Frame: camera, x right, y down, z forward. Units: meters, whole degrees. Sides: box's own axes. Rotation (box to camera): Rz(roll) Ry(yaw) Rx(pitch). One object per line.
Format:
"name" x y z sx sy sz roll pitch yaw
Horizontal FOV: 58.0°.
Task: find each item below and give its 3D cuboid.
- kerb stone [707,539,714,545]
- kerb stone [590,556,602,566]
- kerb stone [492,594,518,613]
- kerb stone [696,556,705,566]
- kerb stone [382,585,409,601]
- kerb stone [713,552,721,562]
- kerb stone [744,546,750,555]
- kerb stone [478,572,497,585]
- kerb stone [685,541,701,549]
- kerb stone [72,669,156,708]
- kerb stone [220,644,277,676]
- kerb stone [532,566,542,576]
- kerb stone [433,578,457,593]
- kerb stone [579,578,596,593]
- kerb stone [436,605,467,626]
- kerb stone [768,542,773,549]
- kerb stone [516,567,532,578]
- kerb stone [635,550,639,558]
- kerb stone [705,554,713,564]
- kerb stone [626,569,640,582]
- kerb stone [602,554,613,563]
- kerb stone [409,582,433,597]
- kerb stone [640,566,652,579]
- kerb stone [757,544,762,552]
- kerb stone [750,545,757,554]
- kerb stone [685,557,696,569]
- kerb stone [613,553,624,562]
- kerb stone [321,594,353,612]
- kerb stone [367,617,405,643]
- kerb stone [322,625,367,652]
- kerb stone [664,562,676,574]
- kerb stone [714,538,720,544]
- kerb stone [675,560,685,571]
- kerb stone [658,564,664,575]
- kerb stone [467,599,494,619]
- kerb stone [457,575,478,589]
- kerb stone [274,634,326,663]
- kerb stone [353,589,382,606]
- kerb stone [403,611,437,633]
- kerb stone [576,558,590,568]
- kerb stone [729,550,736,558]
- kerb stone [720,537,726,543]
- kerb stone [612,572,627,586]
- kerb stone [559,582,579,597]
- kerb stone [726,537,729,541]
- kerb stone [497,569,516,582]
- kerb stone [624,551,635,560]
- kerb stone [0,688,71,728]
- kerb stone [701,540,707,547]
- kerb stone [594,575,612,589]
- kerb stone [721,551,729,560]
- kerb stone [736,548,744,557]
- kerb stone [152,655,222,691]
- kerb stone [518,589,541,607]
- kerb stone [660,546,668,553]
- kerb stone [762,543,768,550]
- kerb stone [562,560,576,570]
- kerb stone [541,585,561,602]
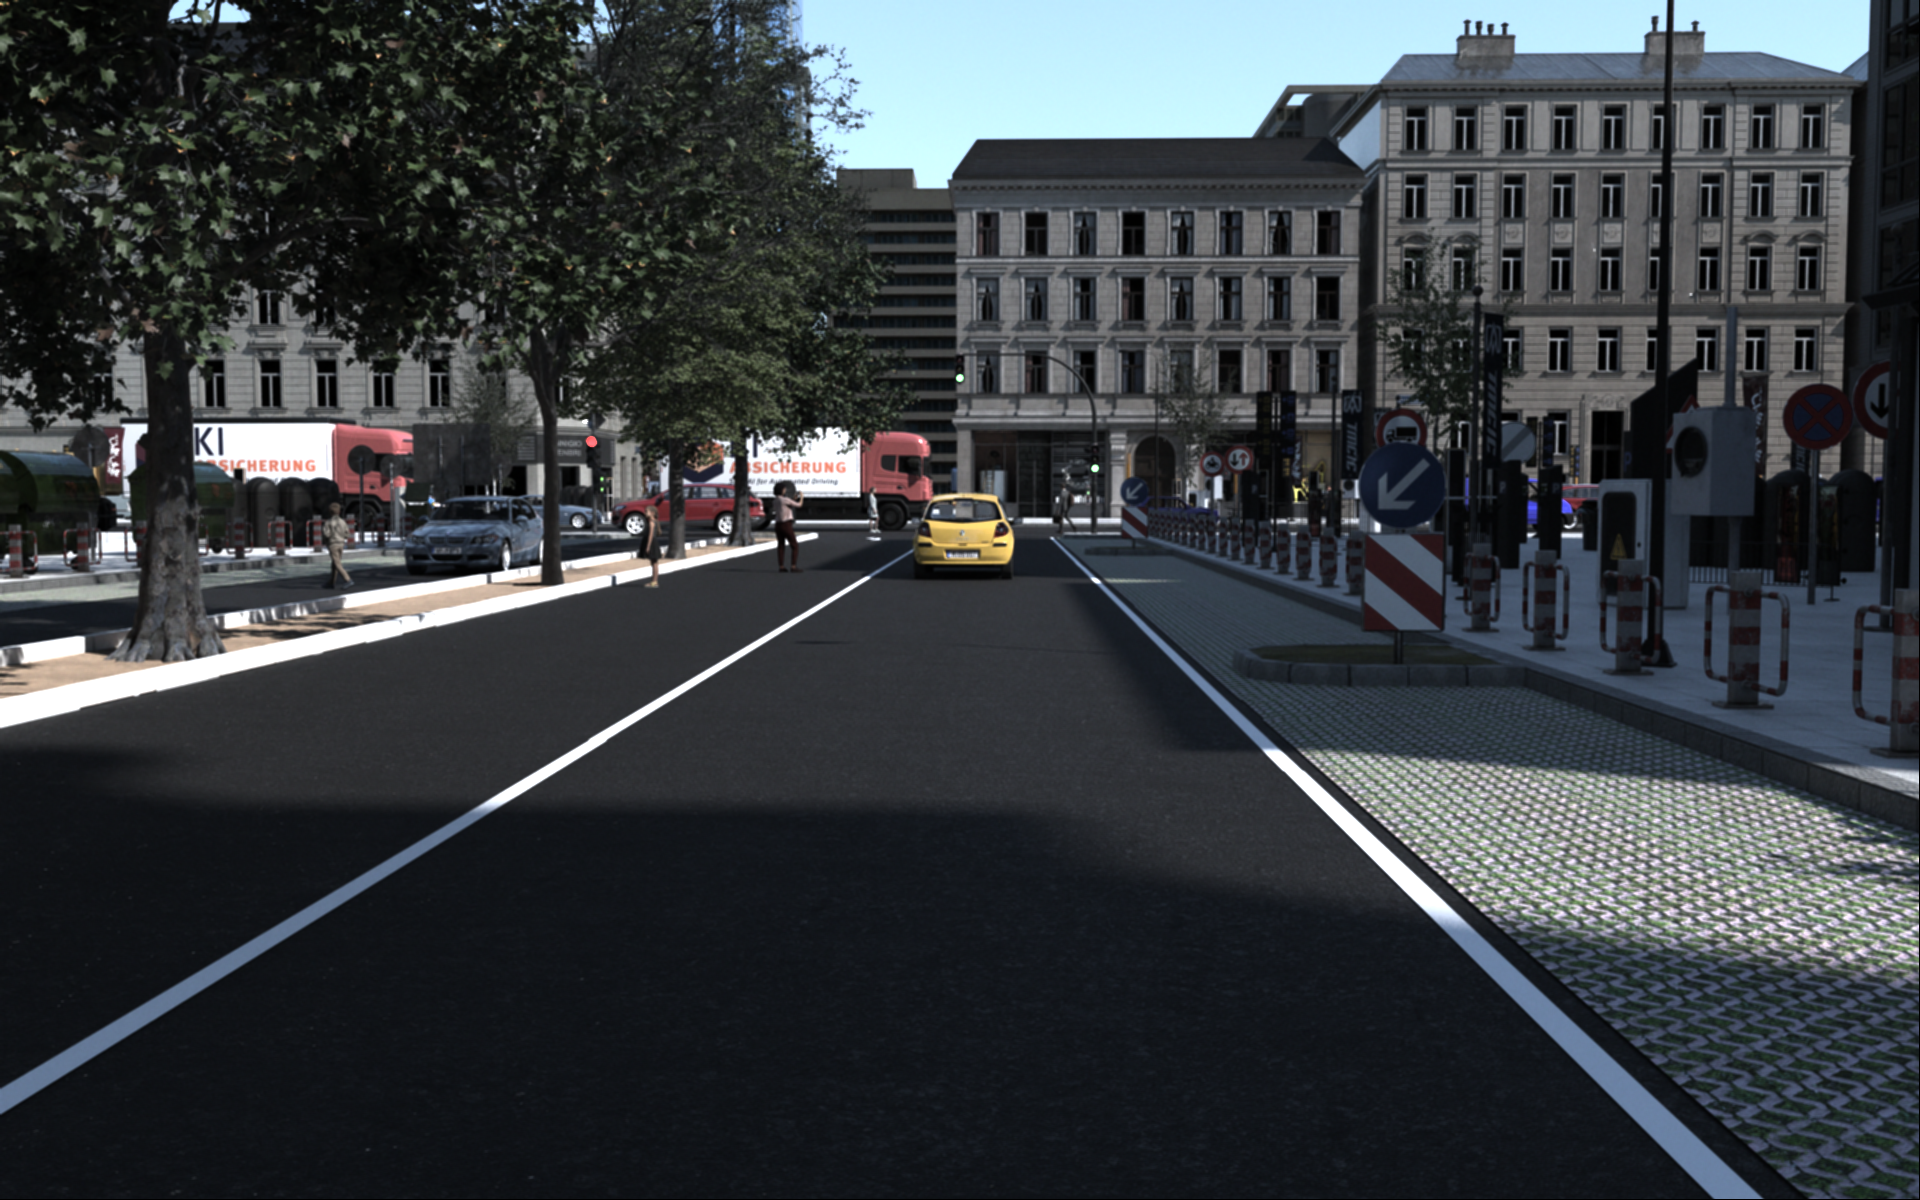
"kerb stone" -7.051 -1.580 48.037 0.120 0.150 1.000 0 4 2
"kerb stone" -7.401 -0.764 34.690 0.120 0.150 1.000 0 4 2
"kerb stone" -5.661 0.056 21.274 0.120 0.150 1.000 0 4 2
"kerb stone" -5.301 -0.760 34.623 0.120 0.150 1.000 0 4 2
"kerb stone" -7.713 -0.073 23.389 0.120 0.150 1.000 0 4 2
"kerb stone" -5.253 -0.886 36.676 0.120 0.150 1.000 0 4 2
"kerb stone" -5.135 -1.136 40.789 0.120 0.150 1.000 0 4 2
"kerb stone" -7.599 -0.325 27.503 0.120 0.150 1.000 0 4 2
"kerb stone" -7.097 -1.455 45.986 0.120 0.150 1.000 0 4 2
"kerb stone" -5.913 0.621 12.044 0.120 0.150 1.000 0 4 2
"kerb stone" -5.854 0.497 14.100 0.120 0.150 1.000 0 4 2
"kerb stone" -7.517 -0.512 30.588 0.120 0.150 1.000 0 4 2
"kerb stone" -7.648 -0.194 25.455 0.120 0.150 1.000 0 4 2
"kerb stone" -5.550 -0.186 25.383 0.120 0.150 1.000 0 4 2
"kerb stone" -5.714 0.182 19.225 0.120 0.150 1.000 0 4 2
"kerb stone" -5.034 -1.388 44.890 0.120 0.150 1.000 0 4 2
"kerb stone" -7.545 -0.450 29.556 0.120 0.150 1.000 0 4 2
"kerb stone" -7.288 -1.008 38.794 0.120 0.150 1.000 0 4 2
"kerb stone" -5.275 -0.817 35.647 0.120 0.150 1.000 0 4 2
"kerb stone" -5.470 -0.383 28.463 0.120 0.150 1.000 0 4 2
"kerb stone" -7.383 -0.827 35.717 0.120 0.150 1.000 0 4 2
"kerb stone" -7.686 -0.136 24.419 0.120 0.150 1.000 0 4 2
"kerb stone" -5.440 -0.445 29.493 0.120 0.150 1.000 0 4 2
"kerb stone" -5.091 -1.263 42.840 0.120 0.150 1.000 0 4 2
"kerb stone" -5.100 -1.200 41.816 0.120 0.150 1.000 0 4 2
"kerb stone" -5.326 -0.697 33.593 0.120 0.150 1.000 0 4 2
"kerb stone" -7.354 -0.890 36.741 0.120 0.150 1.000 0 4 2
"kerb stone" -7.759 0.057 21.334 0.120 0.150 1.000 0 4 2
"kerb stone" -5.763 0.307 17.177 0.120 0.150 1.000 0 4 2
"kerb stone" -5.802 0.370 16.153 0.120 0.150 1.000 0 4 2
"kerb stone" -5.380 -0.566 31.546 0.120 0.150 1.000 0 4 2
"kerb stone" -7.020 -1.643 49.061 0.120 0.150 1.000 0 4 2
"kerb stone" -5.363 -0.634 32.569 0.120 0.150 1.000 0 4 2
"kerb stone" -5.416 -0.509 30.521 0.120 0.150 1.000 0 4 2
"kerb stone" -5.690 0.127 20.251 0.120 0.150 1.000 0 4 2
"kerb stone" -7.618 -0.260 26.479 0.120 0.150 1.000 0 4 2
"kerb stone" -5.822 0.433 15.129 0.120 0.150 1.000 0 4 2
"kerb stone" -7.737 -0.010 22.361 0.120 0.150 1.000 0 4 2
"kerb stone" -5.752 0.244 18.201 0.120 0.150 1.000 0 4 2
"kerb stone" -7.429 -0.700 33.666 0.120 0.150 1.000 0 4 2
"kerb stone" -5.201 -1.008 38.738 0.120 0.150 1.000 0 4 2
"kerb stone" -6.992 -1.704 50.091 0.120 0.150 1.000 0 4 2
"kerb stone" -5.492 -0.318 27.438 0.120 0.150 1.000 0 4 2
"kerb stone" -5.582 -0.132 24.359 0.120 0.150 1.000 0 4 2
"kerb stone" -6.967 -1.765 51.115 0.120 0.150 1.000 0 4 2
"kerb stone" -7.564 -0.380 28.529 0.120 0.150 1.000 0 4 2
"kerb stone" -7.318 -0.952 37.767 0.120 0.150 1.000 0 4 2
"kerb stone" -5.929 0.684 11.019 0.120 0.150 1.000 0 4 2
"kerb stone" -7.071 -1.518 47.012 0.120 0.150 1.000 0 4 2
"kerb stone" -5.526 -0.254 26.410 0.120 0.150 1.000 0 4 2
"kerb stone" -5.220 -0.948 37.702 0.120 0.150 1.000 0 4 2
"kerb stone" -5.162 -1.070 39.766 0.120 0.150 1.000 0 4 2
"kerb stone" -5.875 0.558 13.069 0.120 0.150 1.000 0 4 2
"kerb stone" -5.629 -0.007 22.311 0.120 0.150 1.000 0 4 2
"kerb stone" -7.213 -1.204 41.885 0.120 0.150 1.000 0 4 2
"kerb stone" -5.060 -1.325 43.864 0.120 0.150 1.000 0 4 2
"kerb stone" -7.465 -0.638 32.642 0.120 0.150 1.000 0 4 2
"kerb stone" -5.603 -0.064 23.335 0.120 0.150 1.000 0 4 2
